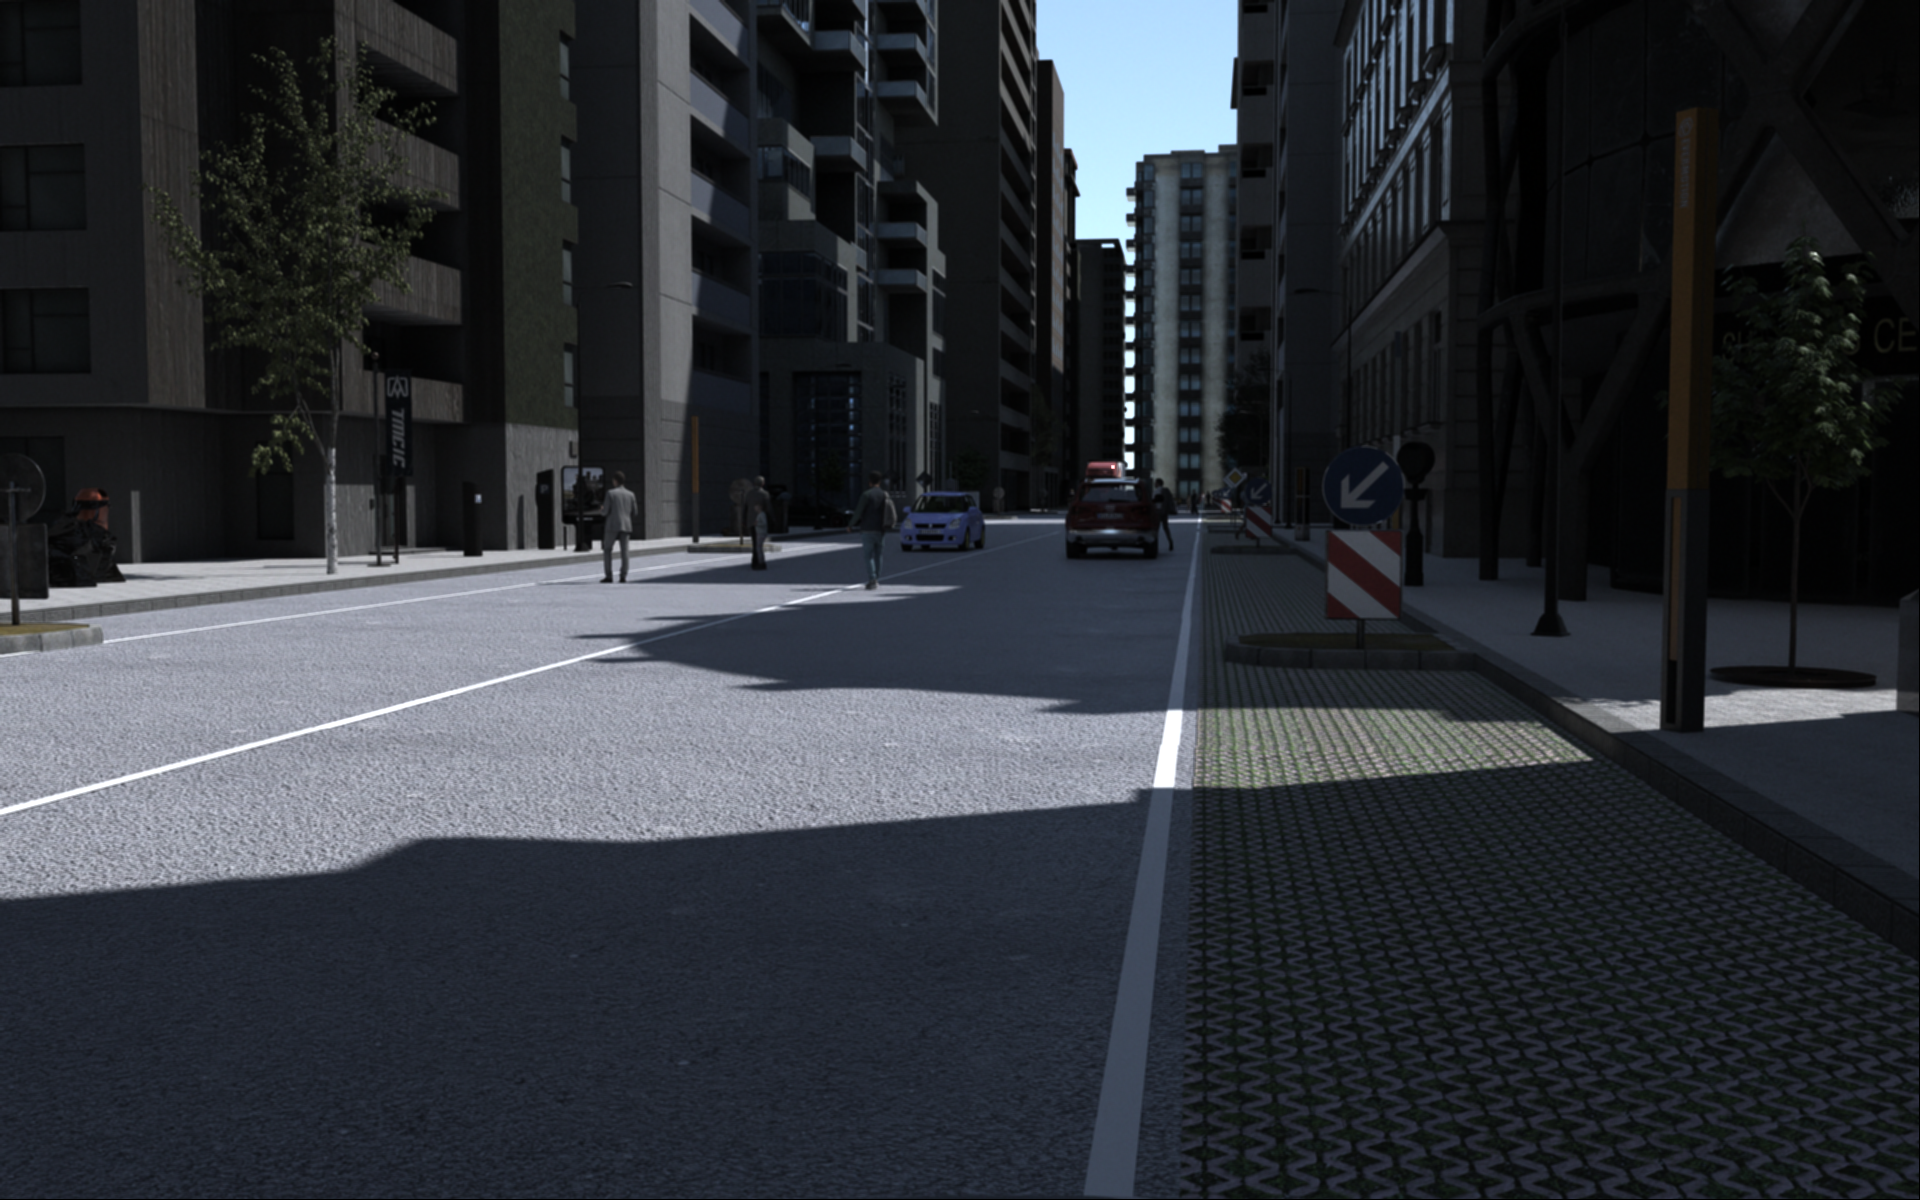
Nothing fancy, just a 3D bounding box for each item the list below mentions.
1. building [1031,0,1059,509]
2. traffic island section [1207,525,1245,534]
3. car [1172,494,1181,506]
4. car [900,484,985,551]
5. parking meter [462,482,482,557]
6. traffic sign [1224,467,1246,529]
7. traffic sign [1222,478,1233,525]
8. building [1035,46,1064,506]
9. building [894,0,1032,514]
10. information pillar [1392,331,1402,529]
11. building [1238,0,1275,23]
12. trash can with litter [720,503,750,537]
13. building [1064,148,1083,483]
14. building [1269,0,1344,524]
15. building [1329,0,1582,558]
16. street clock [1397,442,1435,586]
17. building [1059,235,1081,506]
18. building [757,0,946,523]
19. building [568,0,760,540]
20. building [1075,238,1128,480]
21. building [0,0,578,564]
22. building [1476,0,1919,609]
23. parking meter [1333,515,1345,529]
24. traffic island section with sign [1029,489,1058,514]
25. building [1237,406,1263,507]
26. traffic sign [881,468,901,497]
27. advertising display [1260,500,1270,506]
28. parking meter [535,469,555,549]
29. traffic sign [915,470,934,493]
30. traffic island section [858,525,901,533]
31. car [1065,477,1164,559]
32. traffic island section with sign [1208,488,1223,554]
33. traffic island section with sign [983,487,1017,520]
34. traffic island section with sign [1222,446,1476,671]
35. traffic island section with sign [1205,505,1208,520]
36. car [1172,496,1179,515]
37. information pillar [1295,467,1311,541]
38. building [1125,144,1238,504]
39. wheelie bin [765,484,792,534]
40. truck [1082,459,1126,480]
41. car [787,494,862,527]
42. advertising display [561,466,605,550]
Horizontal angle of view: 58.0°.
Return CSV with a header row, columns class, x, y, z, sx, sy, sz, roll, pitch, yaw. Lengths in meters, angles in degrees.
class,x,y,z,sx,sy,sz,roll,pitch,yaw
building,-1.400,-44.102,159.325,20.563,71.187,20.611,0,4,8
traffic island section,10.170,-2.548,63.949,2.009,0.180,2.903,0,4,8
car,26.655,-12.617,216.516,2.015,1.641,3.980,1,4,8
car,-0.427,-2.133,44.468,1.945,1.707,3.694,1,4,10
parking meter,-10.034,-1.666,35.649,0.372,1.533,0.369,0,3,0
traffic sign,10.145,-3.684,63.875,0.795,2.450,0.064,0,4,8
traffic sign,11.255,-4.168,71.782,0.795,2.450,0.064,0,4,8
building,3.119,-32.227,177.025,14.600,45.320,14.200,0,4,8
building,-6.565,-30.523,122.760,21.300,48.544,21.600,0,4,8
information pillar,6.234,-2.042,24.742,0.183,3.616,0.504,1,4,12
building,33.632,-32.724,124.271,28.713,52.752,27.495,0,4,8
trash can with litter,-6.746,-2.486,52.026,1.055,1.170,0.624,2,4,30
building,1.508,-34.217,214.079,28.867,44.769,22.147,0,4,8
building,28.669,-32.709,76.796,28.212,58.520,21.231,0,4,8
building,18.876,-13.083,47.183,16.112,22.955,30.059,0,4,8
street clock,6.339,-1.196,24.129,0.358,2.002,0.471,-3,5,-43
building,5.820,-25.699,191.874,14.160,30.474,14.107,0,4,8
building,-12.096,-47.409,87.803,22.319,86.520,31.000,0,4,8
building,-21.521,-31.481,56.708,28.212,58.520,21.231,0,4,8
building,11.628,-33.998,247.747,23.993,40.220,32.217,0,4,8
building,-17.495,-16.239,37.212,14.160,30.474,14.107,0,4,8
building,15.648,-9.528,23.233,16.820,18.784,16.811,0,4,8
parking meter,10.565,-2.600,48.229,0.255,1.863,0.399,2,4,24
traffic island section with sign,6.038,-7.129,125.187,1.989,1.847,2.006,0,4,8
building,37.748,-33.149,165.686,21.300,48.544,21.600,0,4,8
traffic sign,-2.621,-3.794,65.681,0.795,2.450,0.064,0,4,8
advertising display,16.851,-5.551,95.972,0.974,1.923,0.123,-2,4,-35
parking meter,-9.624,-2.108,40.178,0.399,1.863,0.255,0,4,-2
traffic sign,-1.511,-4.278,73.589,0.795,2.450,0.064,0,4,8
traffic island section,-2.646,-2.658,65.746,2.009,0.180,2.903,0,4,8
car,3.565,-1.920,40.058,2.281,1.827,5.304,0,4,7
traffic island section with sign,7.053,-2.022,41.686,1.989,1.847,2.006,0,4,8
traffic island section with sign,2.215,-5.465,97.973,1.989,1.847,2.006,0,4,8
traffic island section with sign,3.309,-0.389,14.991,1.989,1.847,2.006,0,4,8
traffic island section with sign,14.780,-5.389,96.739,1.989,1.847,2.006,0,4,8
car,14.158,-6.619,120.584,2.083,1.381,4.827,1,4,10
information pillar,9.405,-2.631,47.516,0.304,2.012,0.304,-3,5,-43
building,38.366,-37.920,239.599,30.456,49.044,23.786,0,4,8
wheelie bin,-5.897,-2.939,55.958,0.980,1.594,0.693,1,4,11
truck,11.924,-9.365,142.028,2.839,4.237,11.283,1,4,10
car,-5.983,-3.671,69.810,4.222,1.686,2.009,0,4,7
advertising display,-8.645,-2.112,39.753,0.974,1.923,0.123,-1,4,-20
